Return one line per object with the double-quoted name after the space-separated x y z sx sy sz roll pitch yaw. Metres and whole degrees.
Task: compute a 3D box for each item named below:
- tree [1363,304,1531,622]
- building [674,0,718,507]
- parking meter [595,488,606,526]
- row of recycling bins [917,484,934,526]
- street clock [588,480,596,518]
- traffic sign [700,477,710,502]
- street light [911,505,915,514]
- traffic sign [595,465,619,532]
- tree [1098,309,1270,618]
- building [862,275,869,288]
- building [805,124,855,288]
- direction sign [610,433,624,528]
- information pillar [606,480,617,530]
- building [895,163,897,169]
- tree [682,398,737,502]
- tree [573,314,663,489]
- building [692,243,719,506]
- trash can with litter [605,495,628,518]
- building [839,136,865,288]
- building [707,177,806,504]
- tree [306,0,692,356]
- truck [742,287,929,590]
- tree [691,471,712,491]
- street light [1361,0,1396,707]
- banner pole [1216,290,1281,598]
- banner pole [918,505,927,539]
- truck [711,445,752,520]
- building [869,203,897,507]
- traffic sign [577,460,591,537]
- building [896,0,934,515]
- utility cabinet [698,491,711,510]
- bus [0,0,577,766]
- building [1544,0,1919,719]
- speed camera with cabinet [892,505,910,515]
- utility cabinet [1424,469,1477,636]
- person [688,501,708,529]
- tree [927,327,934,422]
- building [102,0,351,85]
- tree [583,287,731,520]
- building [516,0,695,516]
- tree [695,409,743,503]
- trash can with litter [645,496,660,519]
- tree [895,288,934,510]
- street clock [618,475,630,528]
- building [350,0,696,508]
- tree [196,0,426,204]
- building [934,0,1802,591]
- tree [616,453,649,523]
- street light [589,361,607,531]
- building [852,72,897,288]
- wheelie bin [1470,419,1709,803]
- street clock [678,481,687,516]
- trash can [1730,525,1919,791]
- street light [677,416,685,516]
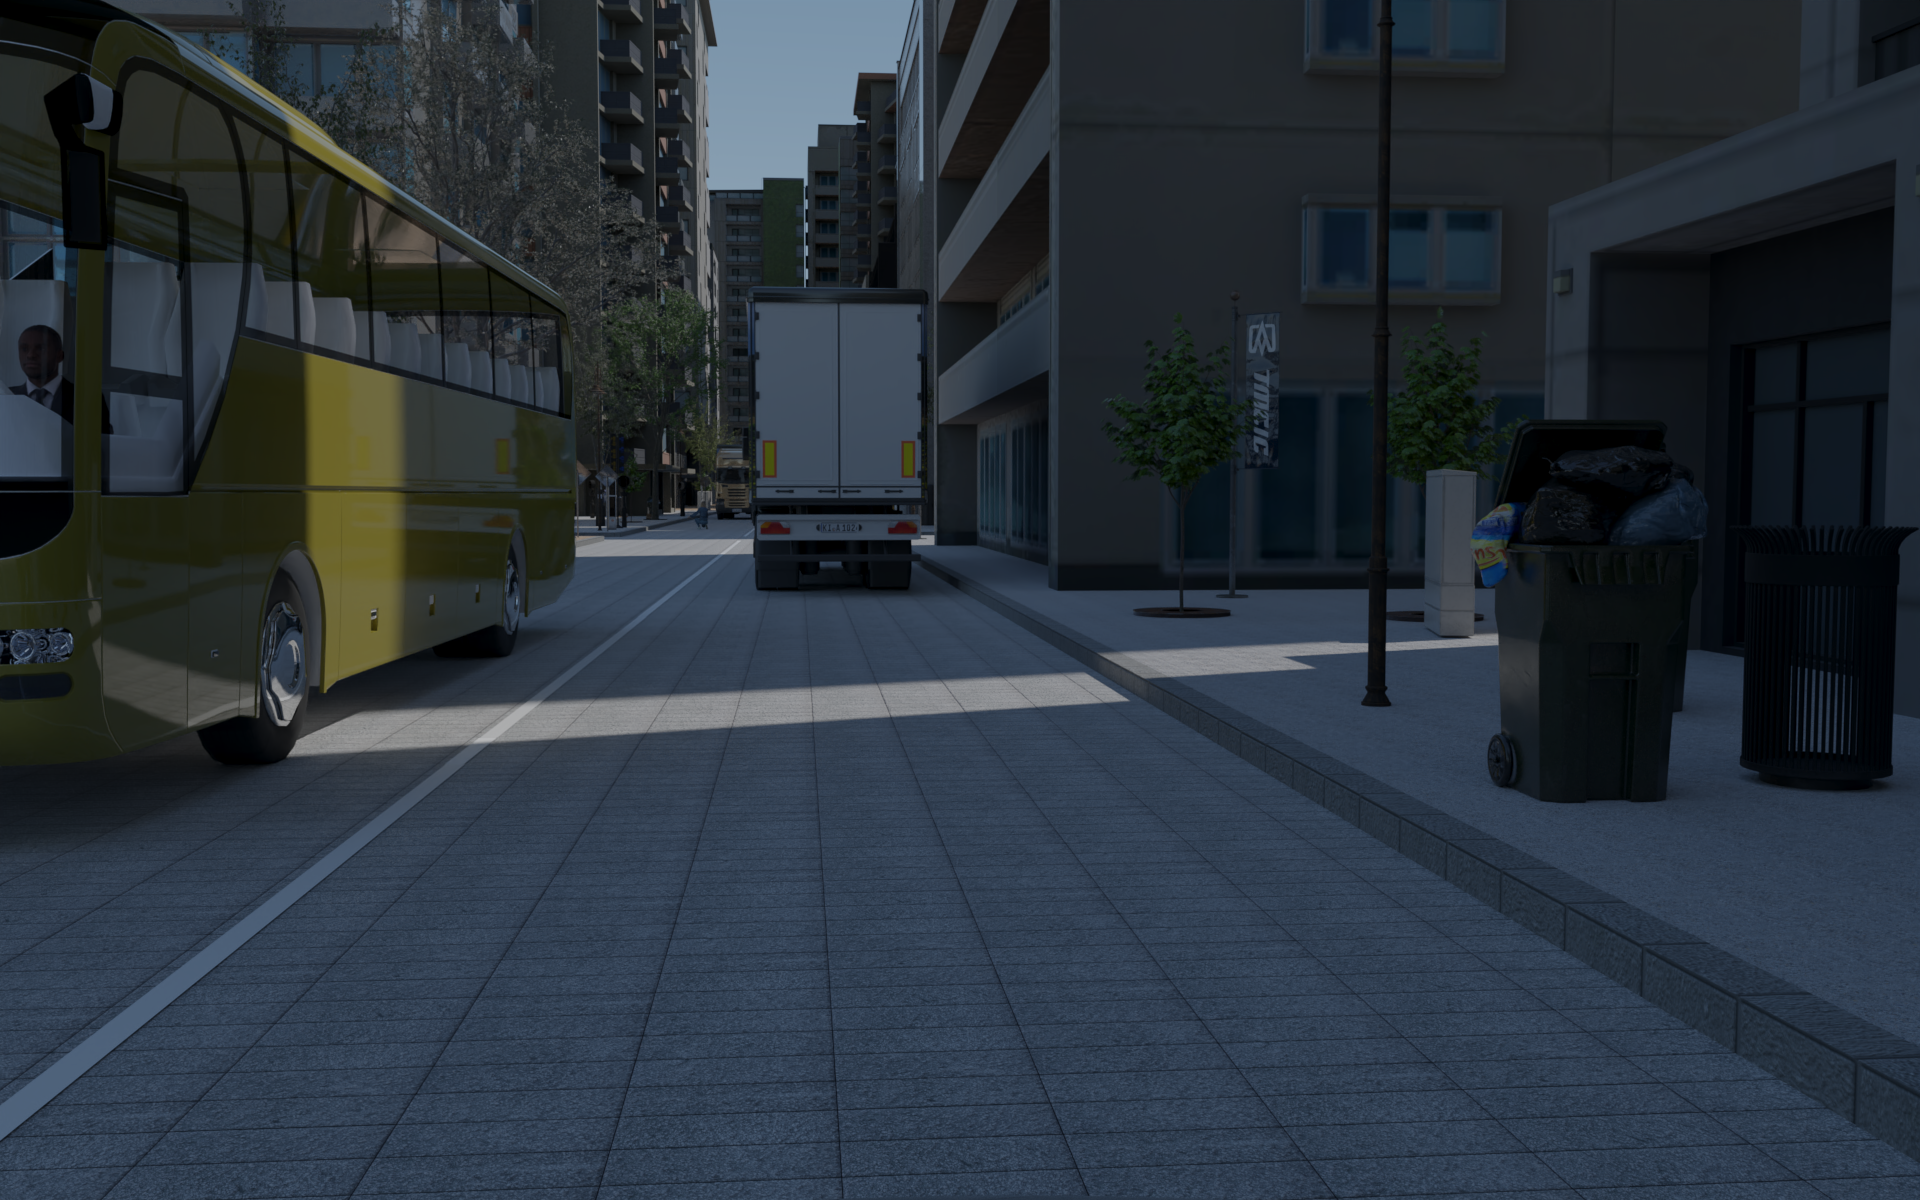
4.980 -1.412 17.694 1.663 3.219 1.824 0 3 0 "tree"
-39.492 -35.902 176.230 28.713 52.752 27.495 0 4 -5 "building"
-14.317 -3.701 68.929 0.372 1.533 0.369 0 3 0 "parking meter"
-1.267 -3.971 72.037 1.069 1.692 3.534 0 4 0 "row of recycling bins"
-19.436 -5.318 91.511 0.358 2.002 0.471 -2 4 -32 "street clock"
-18.470 -7.669 125.500 0.768 2.556 0.104 0 4 2 "traffic sign"
-1.386 -4.791 51.120 0.468 5.910 1.993 0 4 -5 "street light"
-12.057 -3.399 59.210 0.795 2.450 0.064 0 4 -5 "traffic sign"
2.229 -1.452 18.349 1.663 3.219 1.824 0 3 0 "tree"
5.016 -18.788 152.228 27.650 21.520 28.899 0 4 -5 "building"
-9.686 -37.134 230.840 21.600 48.544 21.300 0 4 -5 "building"
-12.830 -4.457 64.874 0.379 3.537 0.876 1 4 23 "direction sign"
-12.535 -3.533 62.258 0.304 2.012 0.304 -2 4 -26 "information pillar"
3.501 -19.593 107.729 14.401 28.519 23.554 0 4 -5 "building"
-19.251 -11.014 130.441 4.737 8.622 4.395 0 3 0 "tree"
-14.544 -7.352 70.560 4.360 8.622 3.978 0 3 0 "tree"
-34.923 -26.179 199.734 14.107 30.474 14.160 0 4 -5 "building"
-19.071 -5.123 94.813 2.233 1.210 1.678 0 4 -3 "trash can with litter"
-7.032 -31.668 201.372 14.154 41.232 14.086 0 4 -5 "building"
-27.126 -33.170 225.916 14.086 41.232 14.154 0 4 -5 "building"
-11.683 -8.009 41.312 12.009 13.543 11.850 0 3 0 "tree"
-2.285 -2.460 29.134 2.839 4.237 11.283 0 4 -7 "truck"
-20.351 -8.771 138.003 1.663 3.219 1.824 0 3 0 "tree"
2.529 -2.297 10.345 0.468 5.910 1.993 0 4 -5 "street light"
3.553 -1.909 21.224 0.863 3.779 0.401 3 5 40 "banner pole"
-1.125 -3.602 48.917 0.401 3.779 0.863 0 4 -5 "banner pole"
-12.730 -6.820 100.416 2.839 4.237 11.283 0 4 -5 "truck"
-0.231 -18.240 127.898 12.332 23.373 15.834 0 4 -5 "building"
-11.316 -2.912 51.259 0.795 2.450 0.064 0 4 -5 "traffic sign"
3.454 -16.386 85.937 12.078 24.808 19.932 0 4 -5 "building"
-19.819 -7.671 134.100 1.173 1.500 0.318 3 5 39 "utility cabinet"
-4.983 -1.272 12.346 2.896 3.916 12.252 0 4 -3 "bus"
16.114 -34.570 3.475 20.563 71.187 20.611 0 4 -5 "building"
-2.782 -5.359 81.953 0.660 3.252 2.038 -1 4 -14 "speed camera with cabinet"
4.512 -0.443 15.928 0.318 1.500 1.173 1 4 8 "utility cabinet"
-10.617 -3.459 70.558 1.012 1.151 0.738 -2 4 -29 "person"
-2.521 -7.251 68.924 4.737 8.622 4.395 0 3 0 "tree"
-30.511 -27.732 73.025 23.786 49.044 30.456 0 4 -5 "building"
-14.928 -9.765 85.412 9.928 11.665 9.643 0 3 0 "tree"
-28.781 -27.917 111.069 22.147 44.769 28.867 0 4 -5 "building"
-20.984 -12.250 150.644 4.360 8.622 3.978 0 3 0 "tree"
-15.530 -4.653 87.461 0.624 1.170 1.055 0 4 1 "trash can with litter"
-2.273 -6.868 62.649 4.360 8.622 3.978 0 3 0 "tree"
-12.871 -3.779 66.362 0.471 2.002 0.358 0 4 -8 "street clock"
-35.164 -32.261 147.075 23.786 49.044 30.456 0 4 -5 "building"
-9.409 -4.564 24.991 4.360 8.622 3.978 0 3 0 "tree"
10.925 -25.025 32.861 21.300 48.544 21.600 0 4 -5 "building"
-14.722 -5.099 77.976 1.663 3.219 1.824 0 3 0 "tree"
-12.594 -5.359 60.399 0.468 5.910 1.993 0 4 -5 "street light"
0.091 -32.136 180.055 22.147 44.769 28.867 0 4 -5 "building"
2.707 0.032 7.388 0.980 1.594 0.693 0 4 -4 "wheelie bin"
-15.888 -5.790 99.240 0.471 2.002 0.358 2 4 28 "street clock"
3.805 0.243 7.677 0.748 1.137 0.748 0 3 0 "trash can"
-16.298 -7.846 101.068 0.468 5.910 1.993 0 4 -5 "street light"
